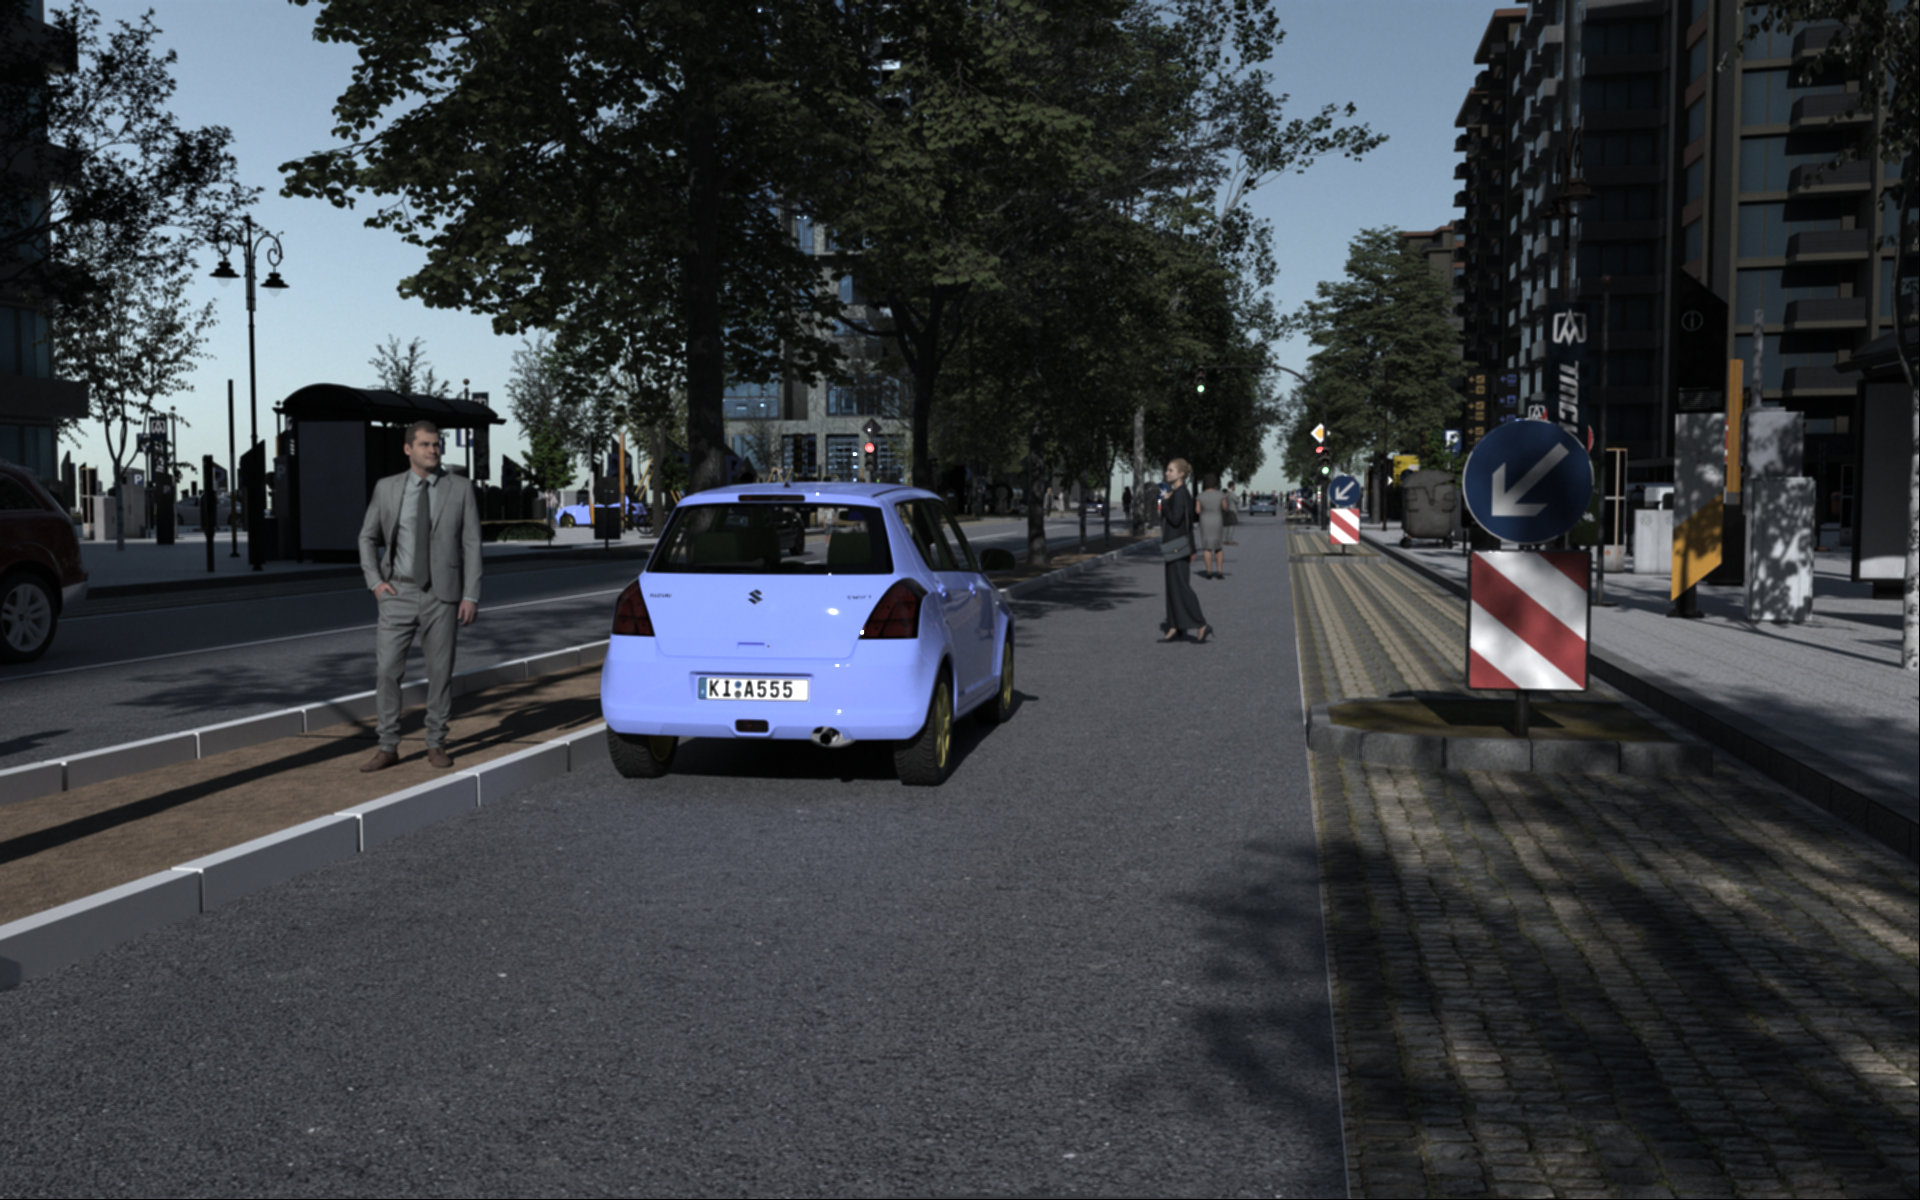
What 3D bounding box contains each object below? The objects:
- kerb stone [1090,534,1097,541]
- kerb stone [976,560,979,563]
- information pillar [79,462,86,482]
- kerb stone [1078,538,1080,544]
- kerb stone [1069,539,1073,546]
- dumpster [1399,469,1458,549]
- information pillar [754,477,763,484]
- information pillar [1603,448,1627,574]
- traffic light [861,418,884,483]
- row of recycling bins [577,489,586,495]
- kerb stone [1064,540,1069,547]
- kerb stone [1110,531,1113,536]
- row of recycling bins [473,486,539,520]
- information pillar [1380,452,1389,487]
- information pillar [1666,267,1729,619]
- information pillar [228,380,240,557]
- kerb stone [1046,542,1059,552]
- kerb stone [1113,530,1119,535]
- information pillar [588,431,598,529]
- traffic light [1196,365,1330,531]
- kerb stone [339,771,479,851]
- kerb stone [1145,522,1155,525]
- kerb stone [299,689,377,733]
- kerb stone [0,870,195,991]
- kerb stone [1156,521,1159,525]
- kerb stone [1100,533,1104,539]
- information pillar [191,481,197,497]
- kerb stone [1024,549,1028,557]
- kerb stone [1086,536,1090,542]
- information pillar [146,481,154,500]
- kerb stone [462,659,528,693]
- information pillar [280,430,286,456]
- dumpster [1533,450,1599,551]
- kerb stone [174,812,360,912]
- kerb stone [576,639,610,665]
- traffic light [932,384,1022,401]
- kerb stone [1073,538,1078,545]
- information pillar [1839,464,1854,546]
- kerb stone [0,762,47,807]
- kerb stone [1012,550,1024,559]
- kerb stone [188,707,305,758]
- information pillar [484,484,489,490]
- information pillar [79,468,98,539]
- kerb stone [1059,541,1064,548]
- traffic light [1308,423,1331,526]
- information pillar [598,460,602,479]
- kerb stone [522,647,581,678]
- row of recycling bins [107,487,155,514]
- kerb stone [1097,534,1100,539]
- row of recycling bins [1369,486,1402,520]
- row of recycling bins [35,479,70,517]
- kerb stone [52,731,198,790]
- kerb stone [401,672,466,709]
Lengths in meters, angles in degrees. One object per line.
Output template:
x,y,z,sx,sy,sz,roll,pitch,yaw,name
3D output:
4.017,-1.895,53.185,0.120,0.150,1.000,1,4,11,kerb stone
0.453,-0.724,34.055,0.120,0.150,1.000,1,4,11,kerb stone
-63.410,-8.190,125.262,0.504,3.616,0.183,-3,4,-37,information pillar
3.269,-1.649,49.165,0.120,0.150,1.000,1,4,11,kerb stone
2.894,-1.526,47.148,0.120,0.150,1.000,1,4,11,kerb stone
11.078,-2.154,40.980,1.264,1.857,1.865,1,4,11,dumpster
-8.534,-4.216,73.423,0.304,2.012,0.304,3,5,44,information pillar
10.566,-1.440,28.039,0.304,2.012,0.304,-3,5,-44,information pillar
-3.241,-4.581,63.817,0.839,4.253,0.868,1,4,11,traffic light
-33.137,-8.865,152.058,1.069,1.692,3.534,-1,4,-19,row of recycling bins
2.706,-1.464,46.137,0.120,0.150,1.000,1,4,11,kerb stone
4.962,-2.204,58.232,0.120,0.150,1.000,1,4,11,kerb stone
-22.937,-4.886,86.994,3.534,1.692,1.069,-2,4,-26,row of recycling bins
23.181,-6.326,94.787,0.504,3.616,0.183,0,4,-2,information pillar
7.609,-1.620,17.845,0.504,3.616,0.183,2,4,32,information pillar
-14.825,-2.688,35.298,0.183,3.616,0.504,-1,4,-22,information pillar
2.334,-1.340,44.126,0.120,0.150,1.000,1,4,11,kerb stone
5.334,-2.327,60.258,0.120,0.150,1.000,1,4,11,kerb stone
-13.753,-4.481,64.626,0.183,3.616,0.504,-2,4,-24,information pillar
10.725,-5.286,61.098,4.771,5.953,1.251,1,4,11,traffic light
-2.366,0.902,7.448,0.120,0.150,1.000,1,4,11,kerb stone
8.430,-3.339,76.873,0.120,0.150,1.000,1,4,11,kerb stone
-3.870,0.697,10.826,0.120,0.150,1.000,1,4,11,kerb stone
-2.746,1.028,5.428,0.120,0.150,1.000,1,4,11,kerb stone
9.004,-3.529,79.901,0.120,0.150,1.000,1,4,11,kerb stone
4.392,-2.019,55.199,0.120,0.150,1.000,1,4,11,kerb stone
-43.914,-5.802,99.349,0.304,2.012,0.304,-2,4,-24,information pillar
1.394,-1.033,39.089,0.120,0.150,1.000,1,4,11,kerb stone
3.646,-1.772,51.174,0.120,0.150,1.000,1,4,11,kerb stone
-45.593,-5.688,97.491,0.304,2.012,0.304,2,4,34,information pillar
-3.498,0.576,12.845,0.120,0.150,1.000,1,4,11,kerb stone
-21.565,-3.937,55.725,0.504,3.616,0.183,-1,4,-16,information pillar
11.409,-1.829,32.402,1.502,2.255,1.985,1,4,10,dumpster
-2.559,0.964,6.433,0.120,0.150,1.000,1,4,11,kerb stone
-3.123,0.449,14.860,0.120,0.150,1.000,1,4,11,kerb stone
0.294,-5.911,71.319,4.771,5.953,1.251,1,4,11,traffic light
3.081,-1.588,48.160,0.120,0.150,1.000,1,4,11,kerb stone
21.818,-2.329,42.565,0.304,2.012,0.304,2,4,31,information pillar
-4.441,0.881,7.794,0.120,0.150,1.000,1,4,11,kerb stone
1.212,-0.972,38.083,0.120,0.150,1.000,1,4,11,kerb stone
-4.060,0.759,9.816,0.120,0.150,1.000,1,4,11,kerb stone
-35.314,-7.624,129.149,0.304,2.012,0.304,-2,4,-28,information pillar
-24.684,-2.731,49.139,0.304,2.012,0.304,2,4,30,information pillar
2.512,-1.402,45.133,0.120,0.150,1.000,1,4,11,kerb stone
14.261,-4.880,68.706,0.839,4.253,0.868,1,4,11,traffic light
-23.680,-7.397,112.291,0.504,3.616,0.183,-1,4,-15,information pillar
-3.308,0.515,13.855,0.120,0.150,1.000,1,4,11,kerb stone
-50.187,-5.972,104.757,1.069,1.692,3.534,1,4,13,row of recycling bins
4.198,-1.957,54.192,0.120,0.150,1.000,1,4,11,kerb stone
22.546,-5.177,91.758,1.069,1.692,3.534,0,4,-1,row of recycling bins
-24.534,-2.335,45.295,1.069,1.692,3.534,0,4,2,row of recycling bins
-4.254,0.821,8.812,0.120,0.150,1.000,1,4,11,kerb stone
-3.682,0.633,11.839,0.120,0.150,1.000,1,4,11,kerb stone
